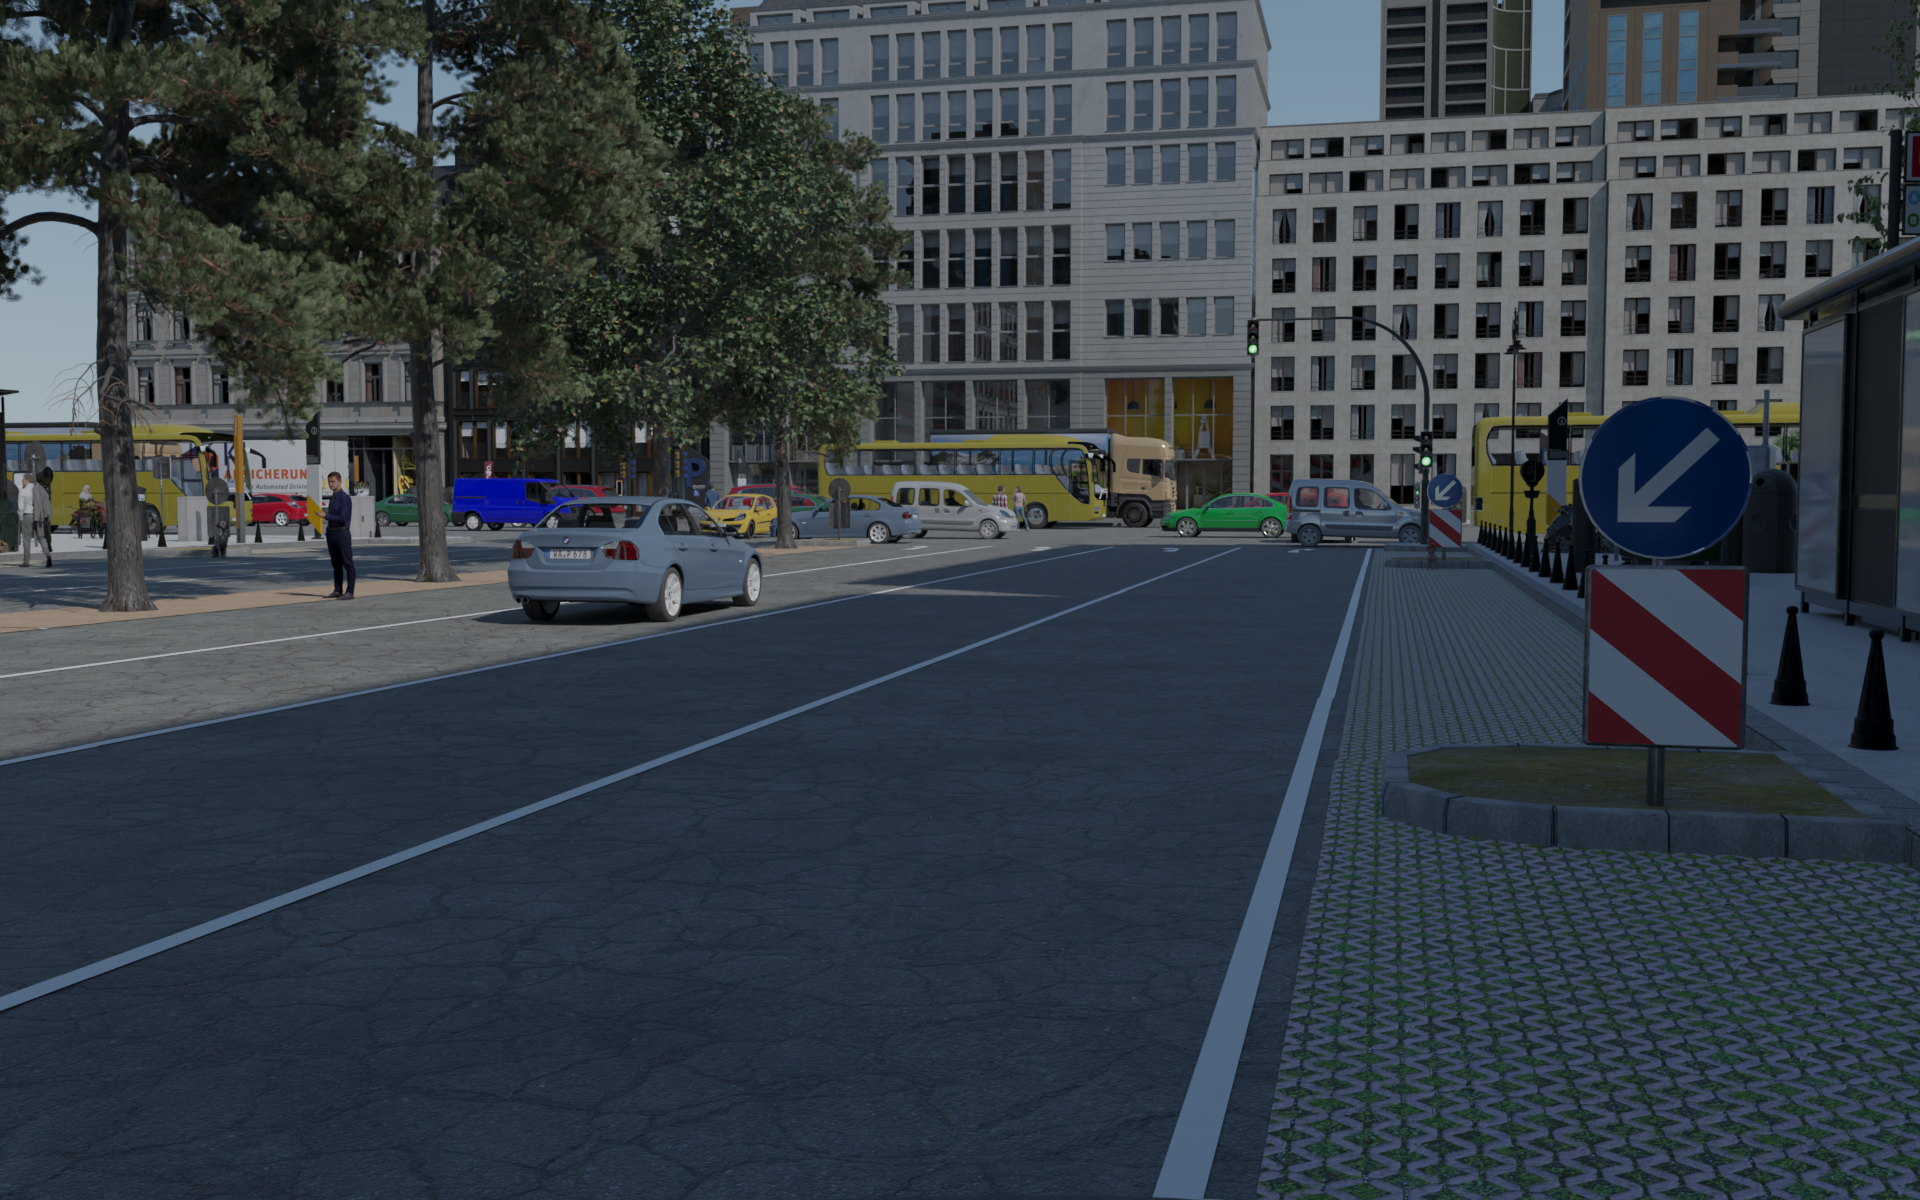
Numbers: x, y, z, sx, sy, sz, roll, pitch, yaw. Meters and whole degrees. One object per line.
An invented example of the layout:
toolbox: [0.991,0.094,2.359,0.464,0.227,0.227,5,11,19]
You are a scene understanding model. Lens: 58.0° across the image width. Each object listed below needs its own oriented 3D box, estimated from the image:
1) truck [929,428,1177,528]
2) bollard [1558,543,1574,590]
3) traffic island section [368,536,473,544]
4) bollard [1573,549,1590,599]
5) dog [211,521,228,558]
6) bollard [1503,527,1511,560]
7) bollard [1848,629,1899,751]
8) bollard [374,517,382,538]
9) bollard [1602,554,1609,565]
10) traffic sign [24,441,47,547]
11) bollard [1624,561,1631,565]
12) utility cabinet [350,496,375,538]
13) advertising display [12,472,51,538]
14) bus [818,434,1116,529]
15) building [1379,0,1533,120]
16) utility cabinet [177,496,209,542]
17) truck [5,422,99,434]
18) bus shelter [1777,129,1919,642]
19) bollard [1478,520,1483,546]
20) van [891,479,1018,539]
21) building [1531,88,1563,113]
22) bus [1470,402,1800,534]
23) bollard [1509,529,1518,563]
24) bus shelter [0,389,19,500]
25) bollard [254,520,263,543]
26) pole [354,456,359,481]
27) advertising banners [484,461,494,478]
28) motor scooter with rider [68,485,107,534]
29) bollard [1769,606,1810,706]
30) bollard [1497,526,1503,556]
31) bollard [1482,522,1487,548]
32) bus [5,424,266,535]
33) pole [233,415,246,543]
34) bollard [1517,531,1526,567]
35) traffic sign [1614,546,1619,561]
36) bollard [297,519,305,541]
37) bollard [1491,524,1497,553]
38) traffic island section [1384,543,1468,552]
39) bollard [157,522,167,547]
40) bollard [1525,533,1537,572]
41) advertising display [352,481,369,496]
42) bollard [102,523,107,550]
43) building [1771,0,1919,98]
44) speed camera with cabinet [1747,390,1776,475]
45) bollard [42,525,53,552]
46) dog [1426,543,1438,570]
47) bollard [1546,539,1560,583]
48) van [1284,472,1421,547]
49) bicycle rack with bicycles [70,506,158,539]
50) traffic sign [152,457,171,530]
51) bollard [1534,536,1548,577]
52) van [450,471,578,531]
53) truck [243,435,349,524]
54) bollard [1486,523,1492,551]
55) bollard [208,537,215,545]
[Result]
truck: [4.388,-5.292,75.439,11.283,4.237,2.839,1,4,14]
bollard: [8.165,-0.435,23.151,0.229,0.601,0.229,0,3,0]
traffic island section: [-15.652,-1.743,50.776,2.009,0.180,2.903,1,4,14]
bollard: [7.720,-0.324,21.345,0.229,0.601,0.229,0,3,0]
dog: [-16.683,-1.369,39.224,0.513,0.831,0.800,0,4,-1]
bollard: [10.810,-1.094,33.920,0.229,0.601,0.229,0,3,0]
bollard: [4.621,0.446,8.747,0.229,0.601,0.229,0,3,0]
bollard: [-17.097,-2.128,50.842,0.229,0.601,0.229,0,3,0]
bollard: [7.276,-0.214,19.540,0.229,0.601,0.229,0,3,0]
traffic sign: [-22.382,-2.556,41.894,0.768,2.556,0.104,2,4,23]
bollard: [6.837,-0.104,17.747,0.229,0.601,0.229,0,3,0]
utility cabinet: [-17.839,-2.448,51.186,1.020,1.237,0.306,-1,4,-15]
advertising display: [-26.866,-2.749,50.163,0.974,1.923,0.123,-1,4,-15]
bus: [0.239,-4.954,72.550,12.252,3.916,2.896,1,4,14]
building: [70.268,-49.489,247.391,20.611,71.187,20.563,1,4,14]
utility cabinet: [-20.886,-2.202,47.159,0.306,1.237,1.020,1,4,9]
truck: [-35.657,-4.883,68.745,11.283,4.237,2.839,1,4,15]
bus shelter: [9.511,-2.407,16.982,2.179,5.291,8.768,1,4,14]
bollard: [13.015,-1.642,42.892,0.229,0.601,0.229,0,3,0]
van: [-0.198,-2.983,55.787,4.112,2.044,2.013,1,4,13]
building: [94.115,-42.846,242.536,28.212,58.520,21.231,1,4,14]
bus: [20.411,-3.418,47.432,12.252,3.916,2.896,1,4,14]
bollard: [10.373,-0.984,32.127,0.229,0.601,0.229,0,3,0]
bus shelter: [-22.872,-2.770,36.565,1.731,3.624,6.357,1,4,14]
bollard: [-18.422,-1.799,45.463,0.229,0.601,0.229,0,3,0]
pole: [-32.257,-6.040,92.605,0.158,3.312,0.155,0,3,0]
advertising banners: [-25.545,-5.819,91.322,2.074,3.025,0.090,-3,4,-38]
motor scooter with rider: [-29.222,-3.020,58.337,1.986,1.779,0.876,1,4,14]
bollard: [5.068,0.335,10.561,0.229,0.601,0.229,0,3,0]
bollard: [11.251,-1.203,35.712,0.229,0.601,0.229,0,3,0]
bollard: [12.579,-1.533,41.098,0.229,0.601,0.229,0,3,0]
bus: [-31.027,-4.299,61.834,12.252,3.916,2.896,1,4,13]
pole: [-18.739,-3.131,45.041,0.158,3.312,0.155,0,3,0]
bollard: [9.929,-0.874,30.334,0.229,0.601,0.229,0,3,0]
traffic sign: [12.621,-2.025,33.221,0.768,2.556,0.104,1,4,23]
bollard: [-17.981,-1.909,47.255,0.229,0.601,0.229,0,3,0]
bollard: [11.694,-1.313,37.504,0.229,0.601,0.229,0,3,0]
traffic island section: [11.823,-1.331,44.043,2.009,0.180,2.903,1,4,14]
bollard: [-19.300,-1.580,41.878,0.229,0.601,0.229,0,3,0]
bollard: [9.483,-0.764,28.537,0.229,0.601,0.229,0,3,0]
advertising display: [-30.508,-5.078,88.241,0.123,1.923,0.974,2,4,30]
bollard: [-19.743,-1.470,40.082,0.229,0.601,0.229,0,3,0]
building: [84.784,-44.594,167.358,20.611,71.187,20.563,1,4,14]
speed camera with cabinet: [15.610,-2.398,33.543,0.660,3.252,2.038,3,5,42]
bollard: [-20.183,-1.361,38.287,0.229,0.601,0.229,0,3,0]
dog: [8.923,-0.822,32.731,0.406,0.507,0.540,-1,4,-20]
bollard: [8.606,-0.544,24.943,0.229,0.601,0.229,0,3,0]
van: [10.918,-2.451,47.083,4.112,2.044,2.013,1,4,14]
bicycle rack with bicycles: [-24.589,-2.259,50.320,2.852,0.926,2.925,-1,4,-17]
traffic sign: [-22.071,-2.798,47.885,0.606,2.300,0.079,1,4,18]
bollard: [9.043,-0.655,26.744,0.229,0.601,0.229,0,3,0]
van: [-16.957,-3.837,67.121,5.245,2.365,2.240,1,4,15]
truck: [-35.545,-5.854,84.624,11.283,4.237,2.839,1,4,12]
bollard: [12.136,-1.423,39.306,0.229,0.601,0.229,0,3,0]
bollard: [-18.863,-1.690,43.671,0.229,0.601,0.229,0,3,0]
